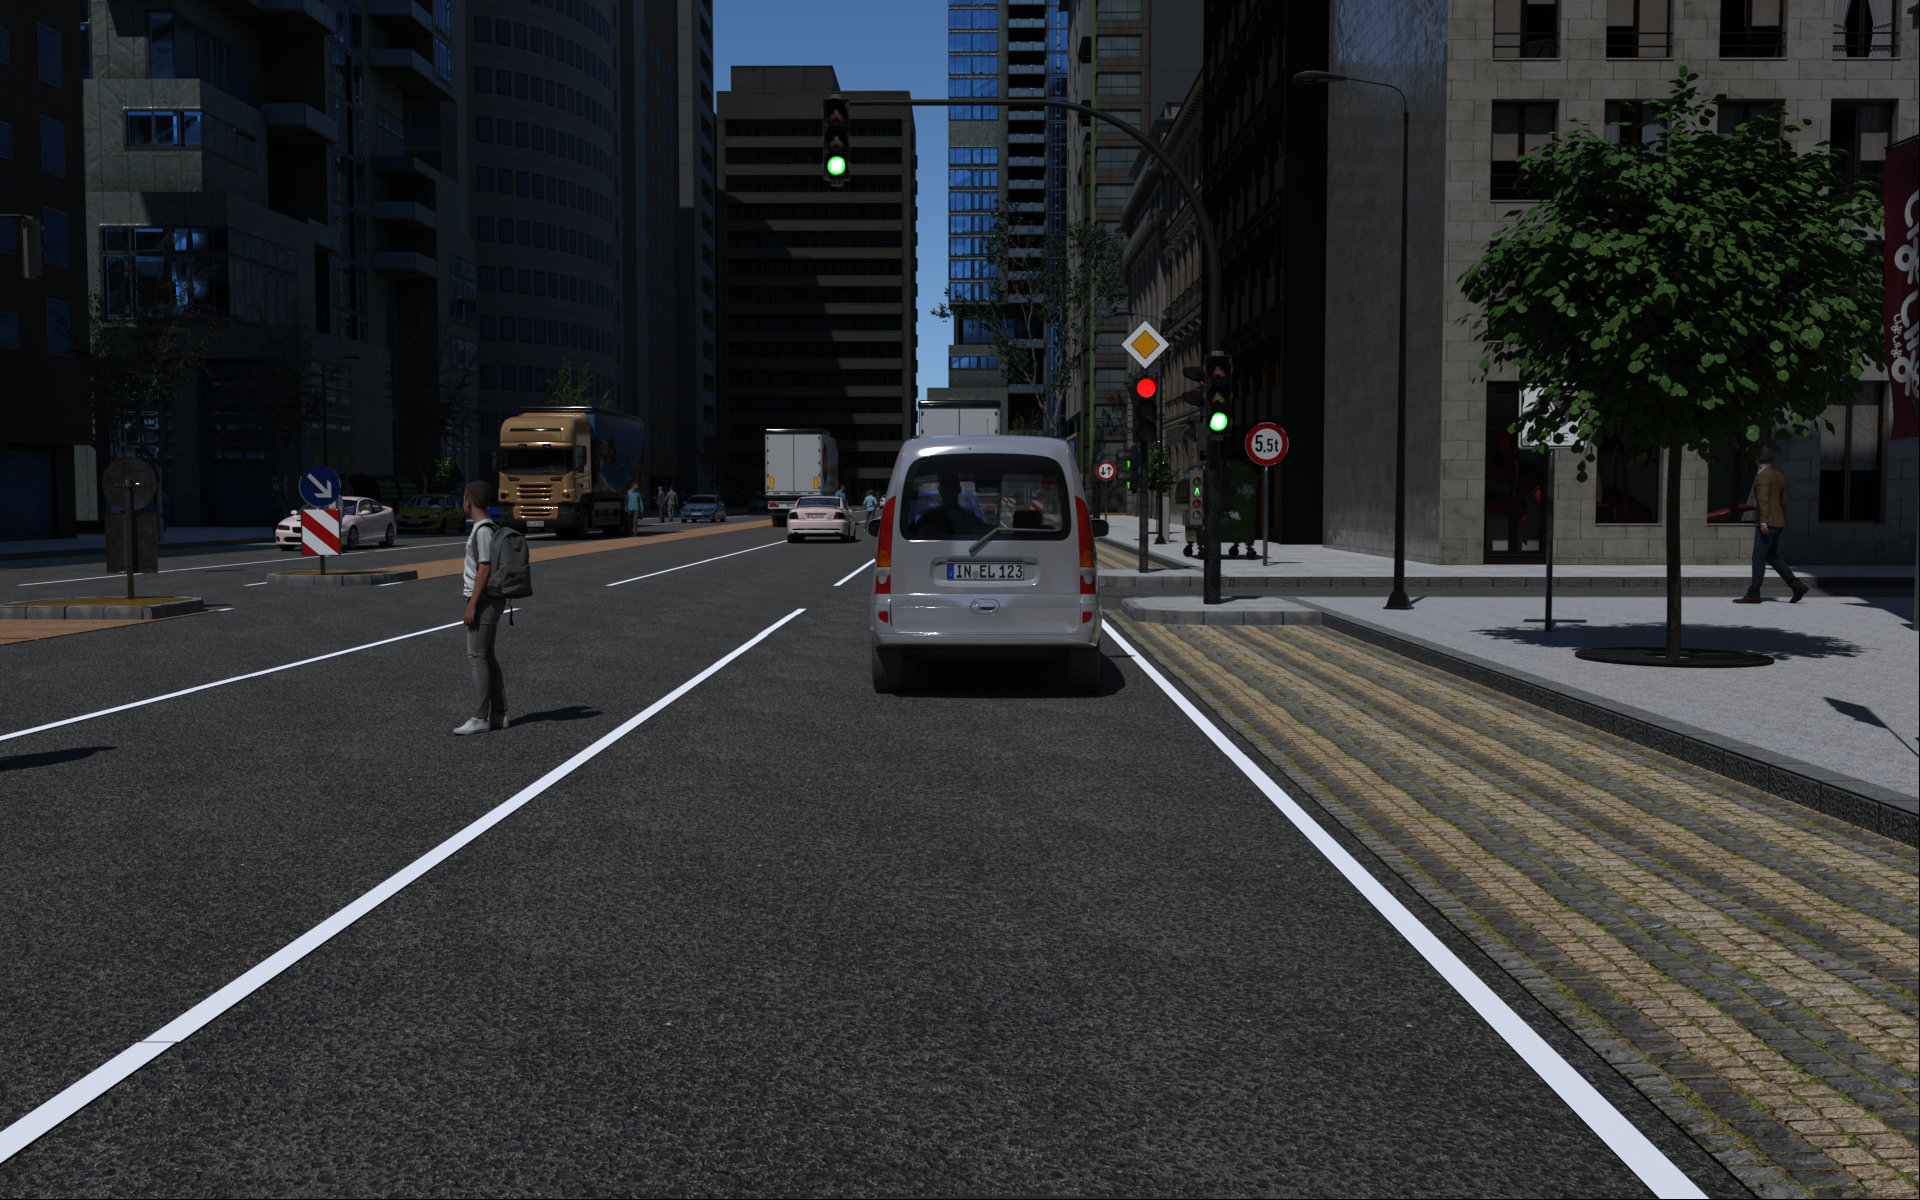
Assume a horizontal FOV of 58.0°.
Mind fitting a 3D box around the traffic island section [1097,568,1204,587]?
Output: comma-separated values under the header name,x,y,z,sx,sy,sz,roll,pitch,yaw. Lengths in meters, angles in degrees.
name,x,y,z,sx,sy,sz,roll,pitch,yaw
traffic island section,3.012,-0.363,28.215,2.009,0.180,2.903,0,4,0

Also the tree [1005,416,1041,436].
name,x,y,z,sx,sy,sz,roll,pitch,yaw
tree,6.017,-12.973,162.476,4.737,8.622,4.395,0,3,0

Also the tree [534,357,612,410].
name,x,y,z,sx,sy,sz,roll,pitch,yaw
tree,-21.000,-8.804,94.303,4.737,8.622,4.395,0,3,0

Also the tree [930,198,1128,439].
name,x,y,z,sx,sy,sz,roll,pitch,yaw
tree,4.958,-15.645,111.686,12.611,20.169,13.585,0,3,0

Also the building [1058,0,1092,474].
name,x,y,z,sx,sy,sz,roll,pitch,yaw
building,24.062,-35.004,161.562,28.713,52.752,27.495,0,4,0

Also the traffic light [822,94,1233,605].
name,x,y,z,sx,sy,sz,roll,pitch,yaw
traffic light,0.822,-2.772,19.990,4.771,5.953,1.251,0,4,0

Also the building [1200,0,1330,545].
name,x,y,z,sx,sy,sz,roll,pitch,yaw
building,14.330,-13.536,50.999,12.332,23.373,15.834,0,4,0

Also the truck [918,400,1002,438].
name,x,y,z,sx,sy,sz,roll,pitch,yaw
truck,0.133,-4.181,57.278,2.839,4.237,11.283,0,4,2

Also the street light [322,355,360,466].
name,x,y,z,sx,sy,sz,roll,pitch,yaw
street light,-20.796,-5.237,58.171,1.470,5.913,1.316,0,4,0

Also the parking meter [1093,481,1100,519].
name,x,y,z,sx,sy,sz,roll,pitch,yaw
parking meter,5.980,-4.291,75.864,0.255,1.863,0.399,1,4,17

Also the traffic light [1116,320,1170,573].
name,x,y,z,sx,sy,sz,roll,pitch,yaw
traffic light,2.972,-2.396,28.101,0.839,4.253,0.868,0,4,0

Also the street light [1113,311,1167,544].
name,x,y,z,sx,sy,sz,roll,pitch,yaw
street light,4.583,-4.379,44.135,1.470,5.913,1.316,0,4,0

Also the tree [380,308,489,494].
name,x,y,z,sx,sy,sz,roll,pitch,yaw
tree,-21.410,-7.301,69.730,4.360,8.622,3.978,0,3,0

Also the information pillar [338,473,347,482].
name,x,y,z,sx,sy,sz,roll,pitch,yaw
information pillar,-21.593,-3.431,60.596,0.304,2.012,0.304,-1,4,-20

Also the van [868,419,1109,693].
name,x,y,z,sx,sy,sz,roll,pitch,yaw
van,0.220,-0.418,13.854,2.013,2.044,4.112,0,4,1

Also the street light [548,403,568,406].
name,x,y,z,sx,sy,sz,roll,pitch,yaw
street light,-20.570,-7.063,88.018,1.470,5.913,1.316,0,4,0

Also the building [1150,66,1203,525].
name,x,y,z,sx,sy,sz,roll,pitch,yaw
building,13.851,-12.526,69.426,10.561,19.102,19.286,0,4,0

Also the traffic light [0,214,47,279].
name,x,y,z,sx,sy,sz,roll,pitch,yaw
traffic light,-17.396,-3.278,28.266,4.771,5.953,1.251,0,4,0

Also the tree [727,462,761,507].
name,x,y,z,sx,sy,sz,roll,pitch,yaw
tree,-21.518,-11.533,172.272,4.285,4.588,4.351,0,3,0

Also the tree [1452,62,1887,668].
name,x,y,z,sx,sy,sz,roll,pitch,yaw
tree,5.552,-1.816,13.413,4.285,4.588,4.351,0,3,0

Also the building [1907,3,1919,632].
name,x,y,z,sx,sy,sz,roll,pitch,yaw
building,15.086,-13.263,4.243,14.401,28.519,23.554,0,4,0

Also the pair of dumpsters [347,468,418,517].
name,x,y,z,sx,sy,sz,roll,pitch,yaw
pair of dumpsters,-21.366,-3.746,63.747,1.574,2.255,4.437,0,4,0

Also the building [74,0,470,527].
name,x,y,z,sx,sy,sz,roll,pitch,yaw
building,-36.458,-46.931,79.993,22.319,86.520,31.000,0,4,0

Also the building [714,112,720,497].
name,x,y,z,sx,sy,sz,roll,pitch,yaw
building,-34.125,-33.503,197.881,14.200,45.320,14.600,0,4,0

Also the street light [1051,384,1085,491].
name,x,y,z,sx,sy,sz,roll,pitch,yaw
street light,4.722,-6.166,73.351,1.470,5.913,1.316,0,4,0

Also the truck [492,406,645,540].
name,x,y,z,sx,sy,sz,roll,pitch,yaw
truck,-12.817,-4.199,57.567,2.839,4.237,11.283,0,4,1

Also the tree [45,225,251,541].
name,x,y,z,sx,sy,sz,roll,pitch,yaw
tree,-21.917,-5.890,46.660,4.360,8.622,3.978,0,3,0

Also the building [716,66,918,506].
name,x,y,z,sx,sy,sz,roll,pitch,yaw
building,-15.896,-35.250,200.044,21.600,48.544,21.300,0,4,0

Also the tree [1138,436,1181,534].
name,x,y,z,sx,sy,sz,roll,pitch,yaw
tree,6.489,-3.762,56.116,1.663,3.219,1.824,0,3,0

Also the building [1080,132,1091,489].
name,x,y,z,sx,sy,sz,roll,pitch,yaw
building,16.752,-22.605,141.288,14.160,30.474,14.107,0,4,0

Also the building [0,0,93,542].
name,x,y,z,sx,sy,sz,roll,pitch,yaw
building,-32.268,-23.989,42.324,14.600,45.320,14.200,0,4,0

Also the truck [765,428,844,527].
name,x,y,z,sx,sy,sz,roll,pitch,yaw
truck,-7.084,-5.545,79.574,2.839,4.237,11.283,0,4,0

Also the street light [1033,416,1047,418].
name,x,y,z,sx,sy,sz,roll,pitch,yaw
street light,5.012,-7.952,102.558,1.470,5.913,1.316,0,4,0

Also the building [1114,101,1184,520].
name,x,y,z,sx,sy,sz,roll,pitch,yaw
building,15.682,-15.239,90.959,13.314,21.916,24.055,0,4,0

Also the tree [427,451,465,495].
name,x,y,z,sx,sy,sz,roll,pitch,yaw
tree,-23.303,-5.159,78.945,1.663,3.219,1.824,0,3,0

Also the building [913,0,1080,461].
name,x,y,z,sx,sy,sz,roll,pitch,yaw
building,10.404,-54.191,198.702,31.000,86.520,22.319,0,4,0

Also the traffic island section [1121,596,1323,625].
name,x,y,z,sx,sy,sz,roll,pitch,yaw
traffic island section,2.955,0.125,20.230,2.009,0.180,2.903,0,4,0

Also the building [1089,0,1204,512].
name,x,y,z,sx,sy,sz,roll,pitch,yaw
building,16.422,-27.072,126.220,14.154,41.232,14.086,0,4,0

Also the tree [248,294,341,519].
name,x,y,z,sx,sy,sz,roll,pitch,yaw
tree,-25.048,-6.957,64.110,4.360,8.622,3.978,0,3,0

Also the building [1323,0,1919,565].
name,x,y,z,sx,sy,sz,roll,pitch,yaw
building,17.086,-11.070,35.745,16.860,20.320,10.420,0,4,0

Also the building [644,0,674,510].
name,x,y,z,sx,sy,sz,roll,pitch,yaw
building,-30.898,-29.876,138.578,14.600,45.320,14.200,0,4,0

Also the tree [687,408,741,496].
name,x,y,z,sx,sy,sz,roll,pitch,yaw
tree,-20.894,-12.082,147.906,4.360,8.622,3.978,0,3,0

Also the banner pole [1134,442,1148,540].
name,x,y,z,sx,sy,sz,roll,pitch,yaw
banner pole,5.079,-3.537,47.846,0.401,3.779,0.863,-1,4,-11

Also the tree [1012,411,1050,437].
name,x,y,z,sx,sy,sz,roll,pitch,yaw
tree,6.024,-12.136,148.789,4.360,8.622,3.978,0,3,0

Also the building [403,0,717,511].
name,x,y,z,sx,sy,sz,roll,pitch,yaw
building,-38.019,-38.095,164.845,28.212,58.520,21.231,0,4,0
